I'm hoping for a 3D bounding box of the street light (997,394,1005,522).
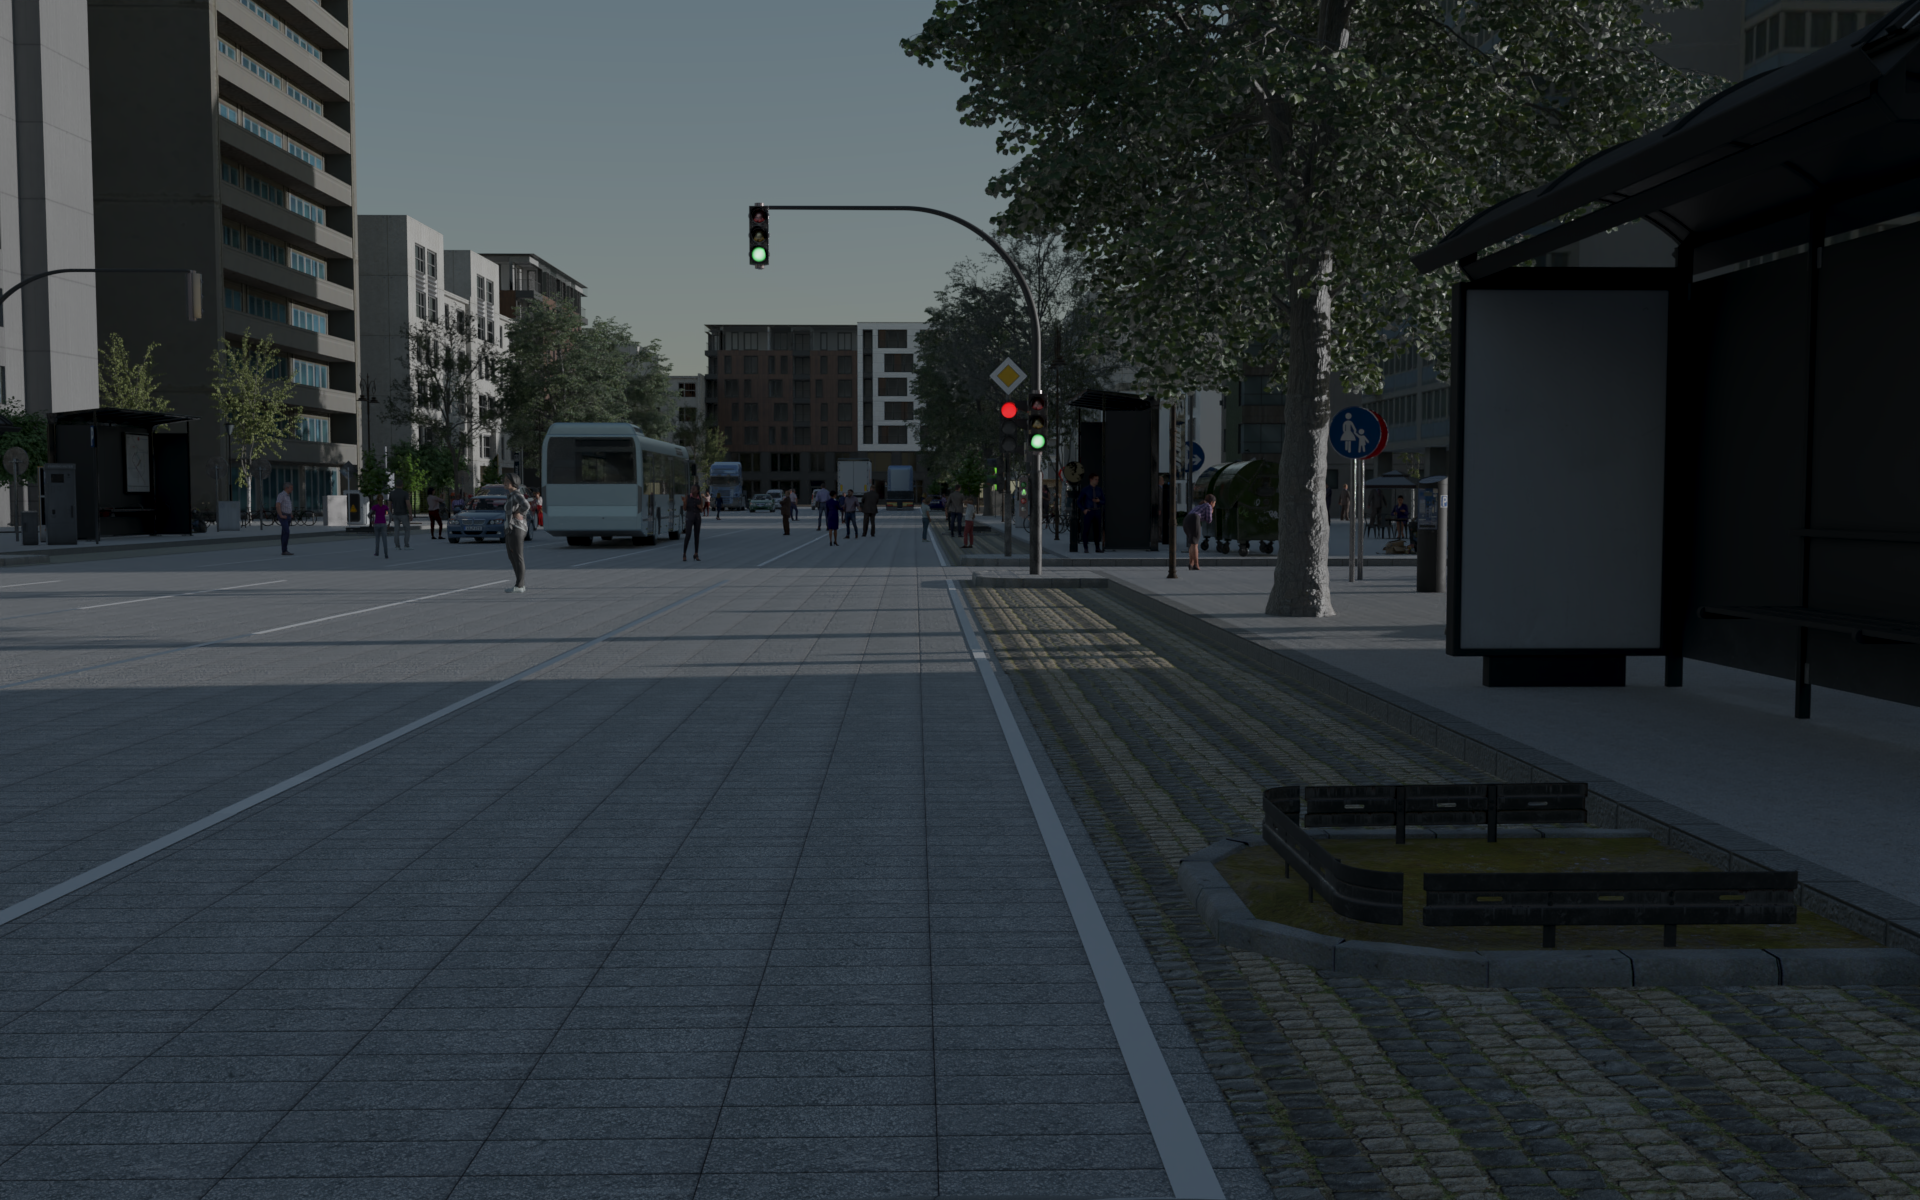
[{"bbox_3d":[1.971,-6.508,79.191,0.468,5.910,1.993,0,4,-2],"label":"street light"}]

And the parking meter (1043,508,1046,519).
[{"bbox_3d":[4.308,-5.034,90.713,0.372,1.533,0.369,0,3,0],"label":"parking meter"}]

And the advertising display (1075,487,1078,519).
[{"bbox_3d":[3.630,-2.572,47.264,0.974,1.923,0.123,0,4,-7],"label":"advertising display"}]

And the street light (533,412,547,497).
[{"bbox_3d":[-23.555,-7.609,97.202,0.468,5.910,1.993,0,4,-2],"label":"street light"}]

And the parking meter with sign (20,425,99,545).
[{"bbox_3d":[-22.719,-2.900,43.683,1.738,3.016,0.543,-2,4,-34],"label":"parking meter with sign"}]

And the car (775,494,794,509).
[{"bbox_3d":[-16.528,-9.504,164.193,1.959,1.807,4.718,0,4,-1],"label":"car"}]

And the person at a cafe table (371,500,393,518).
[{"bbox_3d":[-28.682,-4.518,84.731,1.698,1.238,1.726,-3,5,-41],"label":"person at a cafe table"}]

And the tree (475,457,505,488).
[{"bbox_3d":[-24.306,-5.796,89.373,1.663,3.219,1.824,0,3,0],"label":"tree"}]

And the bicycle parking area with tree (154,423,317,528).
[{"bbox_3d":[-29.746,-4.928,67.574,9.016,4.147,8.231,1,4,20],"label":"bicycle parking area with tree"}]

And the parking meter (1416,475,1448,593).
[{"bbox_3d":[6.173,-0.871,22.650,0.372,1.533,0.369,0,3,0],"label":"parking meter"}]

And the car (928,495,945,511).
[{"bbox_3d":[-2.058,-7.885,141.498,1.945,1.354,3.894,0,4,-1],"label":"car"}]

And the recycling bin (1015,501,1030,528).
[{"bbox_3d":[2.574,-3.239,65.504,0.722,1.027,0.722,-3,5,-42],"label":"recycling bin"}]

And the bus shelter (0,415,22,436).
[{"bbox_3d":[-23.390,-2.743,38.764,2.014,3.302,5.546,0,4,-2],"label":"bus shelter"}]

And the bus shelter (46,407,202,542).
[{"bbox_3d":[-23.897,-3.580,49.824,1.731,3.624,6.357,0,4,-1],"label":"bus shelter"}]

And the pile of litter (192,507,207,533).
[{"bbox_3d":[-25.383,-2.618,56.767,1.176,0.858,1.719,1,4,15],"label":"pile of litter"}]

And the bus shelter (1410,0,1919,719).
[{"bbox_3d":[4.104,-0.920,8.972,2.014,3.302,5.546,0,4,-1],"label":"bus shelter"}]

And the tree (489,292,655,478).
[{"bbox_3d":[-24.814,-12.355,108.654,9.857,13.997,8.962,0,3,0],"label":"tree"}]

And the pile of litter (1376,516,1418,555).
[{"bbox_3d":[9.622,-1.420,37.187,1.719,0.858,1.176,-1,4,-22],"label":"pile of litter"}]

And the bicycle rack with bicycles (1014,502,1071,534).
[{"bbox_3d":[3.876,-2.627,56.326,2.925,0.926,2.852,3,5,44],"label":"bicycle rack with bicycles"}]

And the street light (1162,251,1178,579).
[{"bbox_3d":[3.232,-3.266,26.192,0.468,5.910,1.993,0,4,-2],"label":"street light"}]

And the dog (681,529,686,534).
[{"bbox_3d":[-10.006,-2.555,61.975,0.748,0.427,0.550,-1,4,-20],"label":"dog"}]

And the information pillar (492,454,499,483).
[{"bbox_3d":[-27.096,-6.709,101.052,0.504,3.616,0.183,2,4,28],"label":"information pillar"}]

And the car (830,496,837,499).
[{"bbox_3d":[-13.925,-10.381,181.727,2.014,1.417,4.499,0,4,-3],"label":"car"}]

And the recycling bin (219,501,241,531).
[{"bbox_3d":[-25.644,-2.948,60.752,0.722,1.027,0.722,-1,4,-20],"label":"recycling bin"}]

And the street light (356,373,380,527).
[{"bbox_3d":[-22.668,-5.729,66.452,0.468,5.910,1.993,0,4,-2],"label":"street light"}]

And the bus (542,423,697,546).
[{"bbox_3d":[-9.835,-3.448,51.240,2.948,3.499,13.247,0,4,-3],"label":"bus"}]

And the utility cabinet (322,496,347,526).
[{"bbox_3d":[-25.405,-3.622,70.382,0.306,1.237,1.020,2,4,27],"label":"utility cabinet"}]

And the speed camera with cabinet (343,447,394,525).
[{"bbox_3d":[-24.635,-4.758,72.133,2.038,3.252,0.660,1,4,11],"label":"speed camera with cabinet"}]

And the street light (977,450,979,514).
[{"bbox_3d":[1.127,-8.389,109.942,0.468,5.910,1.993,0,4,-2],"label":"street light"}]

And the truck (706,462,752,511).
[{"bbox_3d":[-19.714,-9.874,151.204,2.967,4.110,18.799,0,4,-2],"label":"truck"}]

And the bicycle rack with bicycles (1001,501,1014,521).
[{"bbox_3d":[3.452,-3.821,75.856,2.925,0.926,2.852,-1,4,-11],"label":"bicycle rack with bicycles"}]

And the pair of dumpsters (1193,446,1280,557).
[{"bbox_3d":[6.146,-2.129,37.302,1.574,2.255,4.437,0,4,-1],"label":"pair of dumpsters"}]

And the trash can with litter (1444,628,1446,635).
[{"bbox_3d":[5.283,-0.296,15.894,2.233,1.210,1.678,-2,4,-35],"label":"trash can with litter"}]

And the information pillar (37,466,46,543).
[{"bbox_3d":[-24.276,-2.537,45.965,0.304,2.012,0.304,-2,4,-33],"label":"information pillar"}]

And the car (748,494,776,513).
[{"bbox_3d":[-15.451,-7.565,135.487,2.131,1.459,4.920,0,4,-3],"label":"car"}]

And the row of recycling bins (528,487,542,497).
[{"bbox_3d":[-24.101,-5.722,100.669,1.069,1.692,3.534,1,4,19],"label":"row of recycling bins"}]

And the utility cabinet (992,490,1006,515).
[{"bbox_3d":[2.479,-5.828,103.967,1.173,1.500,0.318,-1,4,-15],"label":"utility cabinet"}]

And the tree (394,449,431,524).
[{"bbox_3d":[-23.513,-4.853,73.945,1.663,3.219,1.824,0,3,0],"label":"tree"}]

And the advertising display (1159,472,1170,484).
[{"bbox_3d":[5.770,-2.831,51.499,0.974,1.923,0.123,0,4,-3],"label":"advertising display"}]

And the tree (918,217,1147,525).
[{"bbox_3d":[2.901,-9.809,70.752,12.009,13.543,11.850,0,3,0],"label":"tree"}]

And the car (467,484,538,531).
[{"bbox_3d":[-17.570,-3.533,66.435,2.281,1.827,5.304,0,4,-3],"label":"car"}]

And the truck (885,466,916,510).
[{"bbox_3d":[-5.463,-10.296,158.094,2.967,4.110,18.799,0,4,-2],"label":"truck"}]

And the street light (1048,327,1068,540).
[{"bbox_3d":[2.695,-4.599,47.988,0.468,5.910,1.993,0,4,-2],"label":"street light"}]

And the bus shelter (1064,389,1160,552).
[{"bbox_3d":[3.613,-3.084,41.701,1.731,3.624,6.357,0,4,-1],"label":"bus shelter"}]

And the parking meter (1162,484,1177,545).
[{"bbox_3d":[5.321,-2.178,44.026,0.372,1.533,0.369,0,3,0],"label":"parking meter"}]

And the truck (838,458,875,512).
[{"bbox_3d":[-8.504,-9.328,141.427,2.839,4.237,11.283,0,4,-1],"label":"truck"}]

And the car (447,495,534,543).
[{"bbox_3d":[-14.009,-2.441,51.906,2.014,1.417,4.499,0,4,-1],"label":"car"}]

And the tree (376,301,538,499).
[{"bbox_3d":[-24.020,-9.094,83.107,8.767,10.594,7.601,1,4,8],"label":"tree"}]

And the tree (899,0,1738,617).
[{"bbox_3d":[3.647,-6.815,18.076,9.857,13.997,8.962,0,3,0],"label":"tree"}]
